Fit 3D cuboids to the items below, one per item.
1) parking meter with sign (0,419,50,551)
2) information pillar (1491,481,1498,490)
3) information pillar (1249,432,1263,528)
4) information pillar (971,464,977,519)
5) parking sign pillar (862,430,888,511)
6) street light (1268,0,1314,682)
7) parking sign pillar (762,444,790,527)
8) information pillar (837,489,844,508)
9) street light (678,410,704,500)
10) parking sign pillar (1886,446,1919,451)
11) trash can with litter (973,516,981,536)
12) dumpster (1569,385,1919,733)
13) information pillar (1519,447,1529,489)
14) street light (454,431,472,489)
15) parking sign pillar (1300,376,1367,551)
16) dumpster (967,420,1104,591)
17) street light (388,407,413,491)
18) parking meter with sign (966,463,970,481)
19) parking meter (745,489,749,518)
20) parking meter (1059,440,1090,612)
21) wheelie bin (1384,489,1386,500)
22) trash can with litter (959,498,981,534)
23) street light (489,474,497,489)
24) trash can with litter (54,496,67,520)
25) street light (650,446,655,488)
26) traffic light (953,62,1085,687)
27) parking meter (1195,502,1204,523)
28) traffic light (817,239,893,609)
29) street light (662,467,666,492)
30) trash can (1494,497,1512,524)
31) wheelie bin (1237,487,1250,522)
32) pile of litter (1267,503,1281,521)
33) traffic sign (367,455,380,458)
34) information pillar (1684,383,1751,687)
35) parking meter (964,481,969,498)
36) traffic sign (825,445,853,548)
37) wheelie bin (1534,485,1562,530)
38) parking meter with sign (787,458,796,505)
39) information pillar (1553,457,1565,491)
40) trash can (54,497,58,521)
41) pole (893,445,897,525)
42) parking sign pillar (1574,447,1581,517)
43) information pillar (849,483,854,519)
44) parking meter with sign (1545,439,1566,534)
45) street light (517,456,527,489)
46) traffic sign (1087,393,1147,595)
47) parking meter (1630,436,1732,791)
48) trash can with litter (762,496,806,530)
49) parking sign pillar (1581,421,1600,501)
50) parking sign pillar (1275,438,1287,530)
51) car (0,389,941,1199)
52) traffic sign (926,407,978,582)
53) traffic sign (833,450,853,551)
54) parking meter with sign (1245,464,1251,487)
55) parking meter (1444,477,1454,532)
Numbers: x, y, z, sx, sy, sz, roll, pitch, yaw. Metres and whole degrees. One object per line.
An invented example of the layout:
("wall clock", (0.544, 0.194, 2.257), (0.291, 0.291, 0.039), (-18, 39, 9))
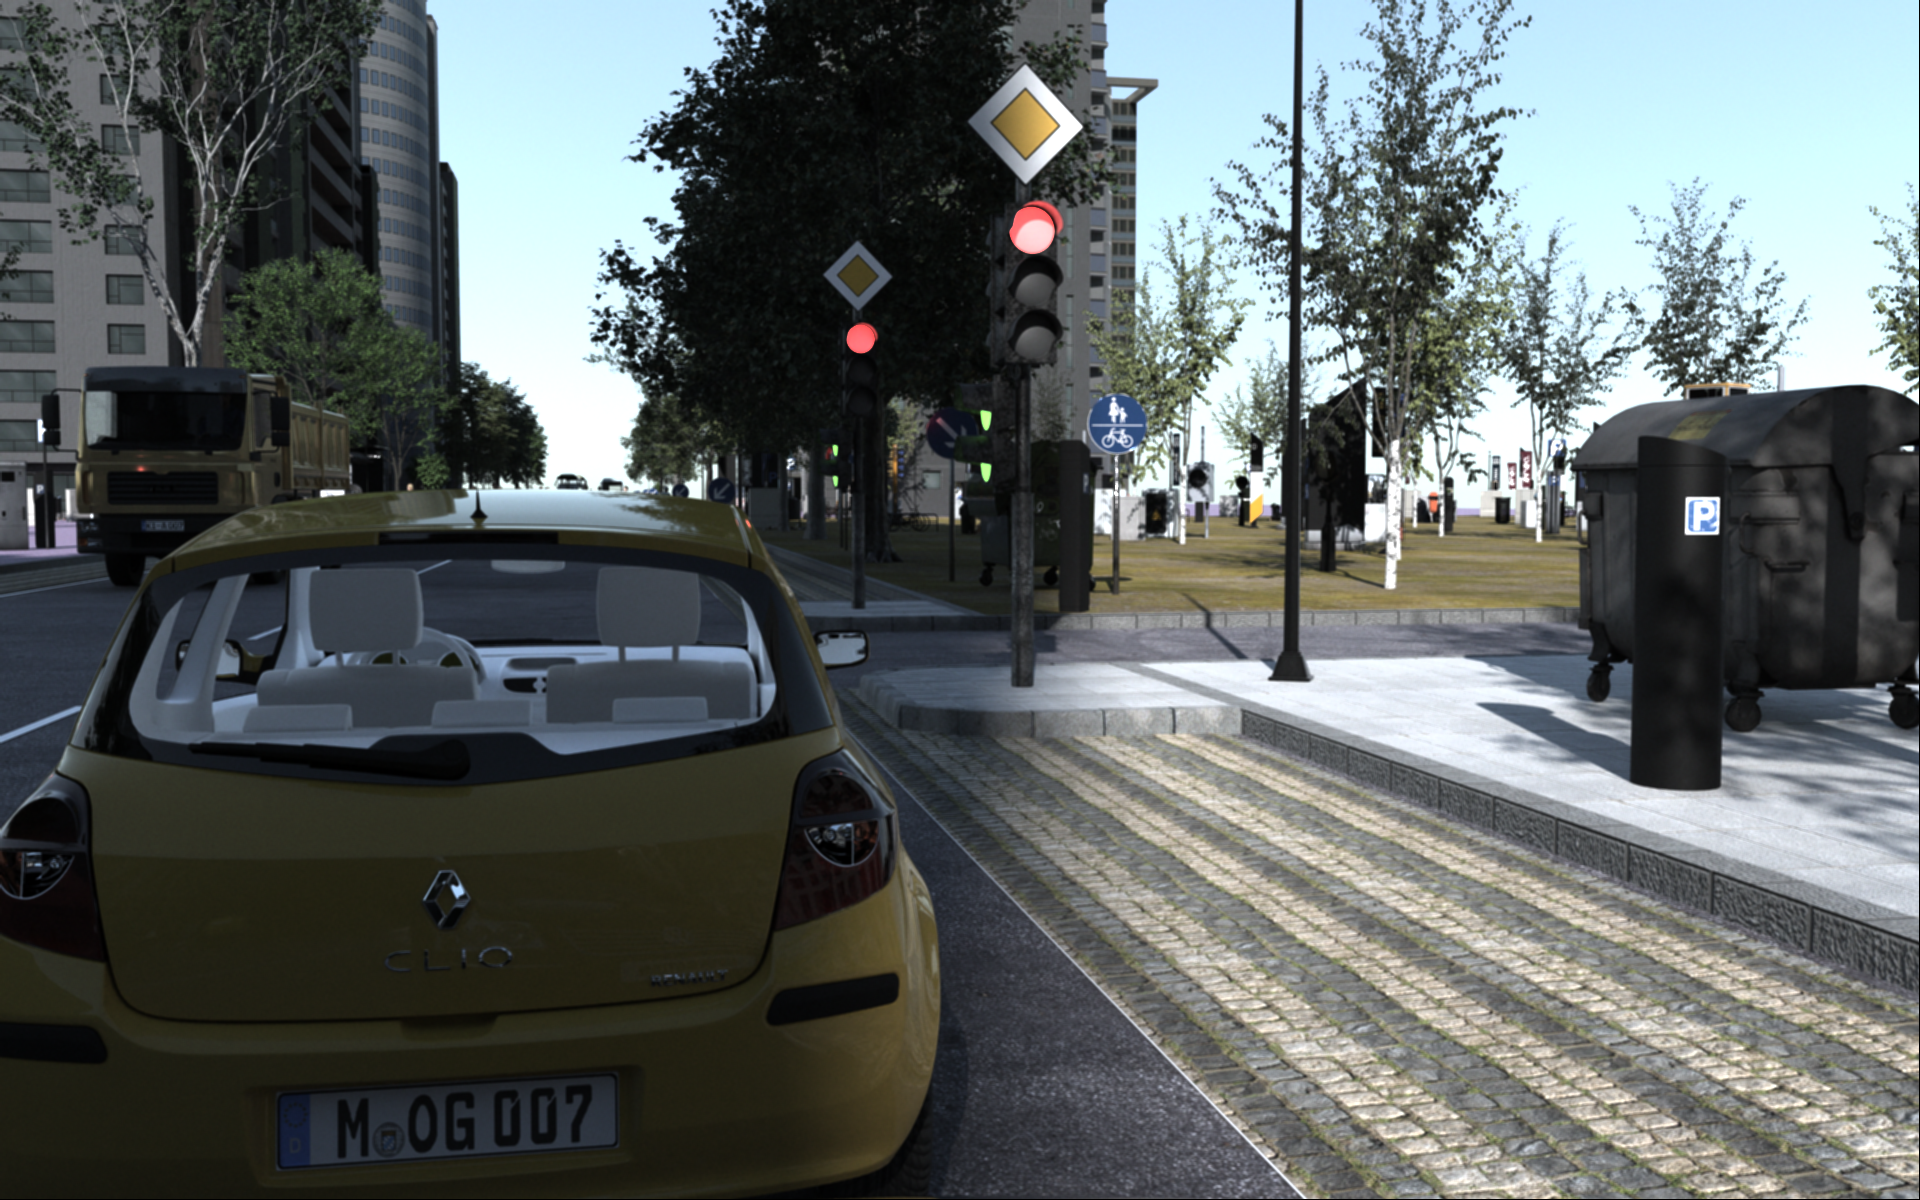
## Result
("parking meter with sign", (-21.765, -2.649, 39.567), (0.543, 3.016, 1.738), (3, 5, 42))
("information pillar", (30.633, -5.799, 99.309), (0.304, 2.012, 0.304), (0, 4, -7))
("information pillar", (11.119, -4.503, 64.986), (0.504, 3.616, 0.183), (2, 4, 28))
("information pillar", (0.811, -6.075, 90.676), (0.504, 3.616, 0.183), (0, 4, 5))
("parking sign pillar", (-3.639, -5.034, 70.773), (1.447, 3.967, 1.447), (-1, 4, -14))
("street light", (1.761, -2.396, 11.713), (1.470, 5.913, 1.316), (-1, 4, -11))
("parking sign pillar", (-7.337, -4.811, 67.129), (1.447, 3.967, 1.447), (-1, 4, -14))
("information pillar", (-6.331, -6.111, 91.275), (0.183, 3.616, 0.504), (-3, 5, -42))
("street light", (-14.645, -7.484, 94.910), (1.470, 5.913, 1.316), (-1, 4, -11))
("parking sign pillar", (42.351, -5.488, 78.202), (1.447, 3.967, 1.447), (-1, 4, -8))
("trash can with litter", (1.631, -2.586, 53.332), (2.233, 1.210, 1.678), (3, 4, 37))
("dumpster", (4.575, -0.262, 10.049), (1.264, 1.857, 1.865), (-1, 4, -11))
("information pillar", (27.969, -5.783, 85.903), (0.504, 3.616, 0.183), (3, 5, 41))
("street light", (-36.915, -9.537, 128.475), (1.470, 5.913, 1.316), (-1, 4, -11))
("parking sign pillar", (8.575, -3.125, 39.573), (1.447, 3.967, 1.447), (0, 4, -2))
("dumpster", (1.007, -1.280, 23.422), (1.502, 2.255, 1.985), (-1, 4, -11))
("street light", (-29.706, -7.304, 91.955), (1.470, 5.913, 1.316), (-1, 4, -11))
("parking meter with sign", (1.249, -6.120, 96.329), (1.738, 3.016, 0.543), (1, 4, 16))
("parking meter", (-8.529, -3.774, 70.116), (0.372, 1.533, 0.369), (0, 3, 0))
("parking meter", (1.254, -0.807, 18.912), (0.255, 1.863, 0.399), (1, 4, 20))
("wheelie bin", (23.331, -5.250, 93.746), (0.980, 1.594, 0.693), (-1, 4, -14))
("trash can with litter", (0.500, -2.693, 55.422), (1.055, 1.170, 0.624), (2, 4, 30))
("street light", (-44.322, -11.778, 165.105), (1.470, 5.913, 1.316), (-1, 4, -11))
("trash can with litter", (-44.250, -4.560, 85.617), (1.678, 1.210, 2.233), (1, 4, 16))
("street light", (-30.960, -12.500, 176.919), (1.470, 5.913, 1.316), (-1, 4, -11))
("traffic light", (0.397, -1.378, 11.456), (0.839, 4.253, 0.868), (-1, 4, -11))
("parking meter", (10.786, -4.412, 77.851), (0.399, 1.863, 0.255), (1, 4, 15))
("traffic light", (-1.157, -1.857, 19.289), (0.839, 4.253, 0.868), (-1, 4, -11))
("street light", (-21.934, -9.738, 131.756), (1.470, 5.913, 1.316), (-1, 4, -11))
("trash can", (23.666, -3.906, 75.524), (0.748, 1.137, 0.748), (0, 3, 0))
("wheelie bin", (13.460, -4.474, 81.055), (0.980, 1.594, 0.693), (1, 4, 11))
("pile of litter", (15.587, -4.308, 84.397), (1.176, 0.858, 1.719), (0, 4, -4))
("traffic sign", (-31.278, -5.875, 89.936), (2.265, 3.308, 0.079), (0, 4, -8))
("information pillar", (5.065, -0.437, 11.640), (0.304, 2.012, 0.304), (-3, 4, -38))
("parking meter", (0.352, -4.349, 76.823), (0.255, 1.863, 0.399), (2, 4, 32))
("traffic sign", (-2.835, -2.531, 41.485), (0.768, 2.556, 0.104), (0, 4, -5))
("wheelie bin", (20.785, -3.269, 61.362), (0.980, 1.594, 0.693), (0, 4, -5))
("parking meter with sign", (-8.471, -5.438, 85.172), (0.543, 3.016, 1.738), (-1, 4, -15))
("information pillar", (25.819, -5.093, 74.622), (0.504, 3.616, 0.183), (1, 4, 21))
("trash can", (-40.698, -4.017, 77.339), (0.748, 1.137, 0.748), (0, 3, 0))
("pole", (-2.689, -4.752, 71.535), (0.158, 3.312, 0.155), (0, 3, 0))
("parking sign pillar", (35.719, -6.731, 98.522), (1.447, 3.967, 1.447), (0, 4, -3))
("information pillar", (-5.613, -5.232, 90.036), (0.304, 2.012, 0.304), (0, 3, 0))
("parking meter with sign", (19.214, -3.656, 56.043), (0.543, 3.016, 1.738), (1, 4, 14))
("street light", (-53.325, -14.567, 210.711), (1.470, 5.913, 1.316), (-1, 4, -11))
("traffic sign", (1.989, -1.340, 22.009), (0.768, 2.556, 0.104), (0, 4, -4))
("parking meter", (3.166, 0.048, 7.622), (0.372, 1.533, 0.369), (0, 3, 0))
("trash can with litter", (-6.358, -3.146, 62.489), (2.233, 1.210, 1.678), (-3, 5, -41))
("parking sign pillar", (23.916, -4.604, 63.750), (1.447, 3.967, 1.447), (2, 4, 35))
("parking sign pillar", (12.061, -4.501, 62.056), (1.447, 3.967, 1.447), (-2, 4, -24))
("car", (-1.167, 0.342, 4.634), (2.015, 1.641, 3.980), (-1, 4, -11))
("traffic sign", (-0.116, -1.544, 25.355), (0.768, 2.556, 0.104), (0, 4, -2))
("traffic sign", (-2.582, -2.271, 39.258), (0.606, 2.300, 0.079), (0, 4, -7))
("parking meter with sign", (16.464, -6.222, 97.995), (0.543, 3.016, 1.738), (0, 4, 5))
("parking meter", (16.683, -3.269, 59.153), (0.255, 1.863, 0.399), (0, 4, 3))
